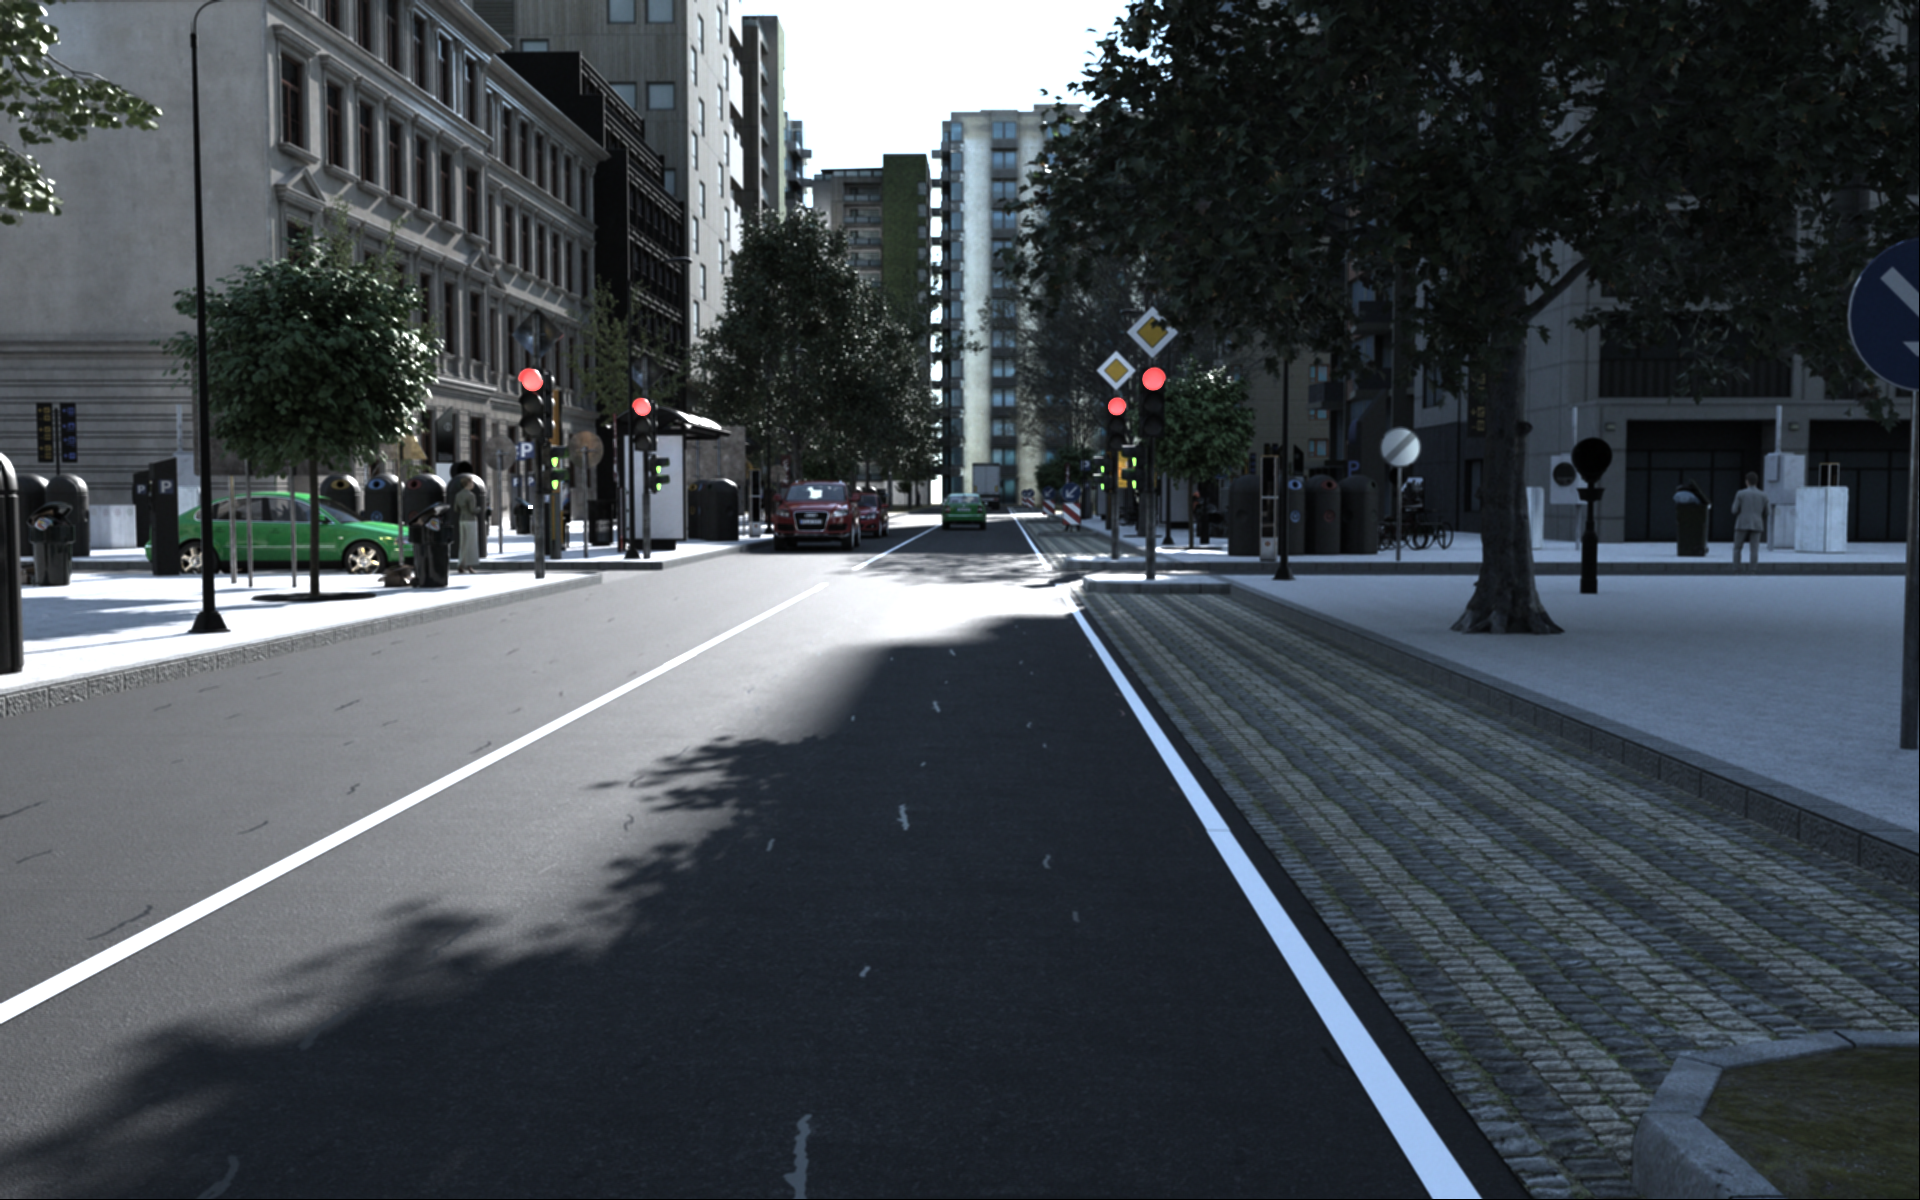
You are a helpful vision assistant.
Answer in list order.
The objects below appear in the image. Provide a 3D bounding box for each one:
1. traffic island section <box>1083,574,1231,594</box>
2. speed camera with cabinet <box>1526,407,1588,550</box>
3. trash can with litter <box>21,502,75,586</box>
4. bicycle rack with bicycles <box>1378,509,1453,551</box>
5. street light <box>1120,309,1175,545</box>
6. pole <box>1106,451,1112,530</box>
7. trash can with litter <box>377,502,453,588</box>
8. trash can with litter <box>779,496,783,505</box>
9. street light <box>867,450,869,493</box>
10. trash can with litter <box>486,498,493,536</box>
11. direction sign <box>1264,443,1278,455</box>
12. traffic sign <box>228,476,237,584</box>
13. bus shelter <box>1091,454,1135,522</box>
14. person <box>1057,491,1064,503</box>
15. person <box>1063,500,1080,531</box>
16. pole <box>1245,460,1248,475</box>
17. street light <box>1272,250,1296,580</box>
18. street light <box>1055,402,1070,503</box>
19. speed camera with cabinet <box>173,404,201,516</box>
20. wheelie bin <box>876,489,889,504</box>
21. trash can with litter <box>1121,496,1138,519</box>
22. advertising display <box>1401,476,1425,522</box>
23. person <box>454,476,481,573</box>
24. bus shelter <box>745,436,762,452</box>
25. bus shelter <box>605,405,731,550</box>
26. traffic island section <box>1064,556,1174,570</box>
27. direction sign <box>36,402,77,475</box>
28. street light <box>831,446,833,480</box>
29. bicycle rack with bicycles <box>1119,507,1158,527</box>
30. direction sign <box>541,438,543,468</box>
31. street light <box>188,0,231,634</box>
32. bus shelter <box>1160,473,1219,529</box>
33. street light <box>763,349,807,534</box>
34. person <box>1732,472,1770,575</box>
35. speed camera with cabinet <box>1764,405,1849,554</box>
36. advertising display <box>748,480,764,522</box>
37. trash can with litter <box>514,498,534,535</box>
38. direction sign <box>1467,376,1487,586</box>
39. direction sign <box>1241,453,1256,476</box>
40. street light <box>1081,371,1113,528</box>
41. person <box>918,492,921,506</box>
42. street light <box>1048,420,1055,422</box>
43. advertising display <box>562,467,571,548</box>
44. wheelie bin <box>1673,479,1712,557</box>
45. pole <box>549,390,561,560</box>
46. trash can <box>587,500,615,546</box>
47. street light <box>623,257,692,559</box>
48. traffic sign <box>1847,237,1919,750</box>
[{"bbox_3d":[2.892,-0.233,26.087,2.009,0.180,2.903,0,4,1],"label":"traffic island section"},{"bbox_3d":[13.352,-2.782,39.815,2.038,3.252,0.660,3,5,44],"label":"speed camera with cabinet"},{"bbox_3d":[-12.949,-0.792,24.343,1.055,1.170,0.624,2,4,30],"label":"trash can with litter"},{"bbox_3d":[10.256,-1.657,40.479,2.925,0.926,2.852,-1,4,-20],"label":"bicycle rack with bicycles"},{"bbox_3d":[4.732,-4.353,43.719,1.470,5.913,1.316,0,4,1],"label":"street light"},{"bbox_3d":[5.329,-4.173,62.075,0.158,3.312,0.155,0,3,0],"label":"pole"},{"bbox_3d":[-7.525,-0.763,23.857,1.055,1.170,0.624,1,4,13],"label":"trash can with litter"},{"bbox_3d":[-11.049,-5.761,105.573,0.624,1.170,1.055,0,4,5],"label":"trash can with litter"},{"bbox_3d":[-4.690,-7.710,98.601,1.470,5.913,1.316,0,4,1],"label":"street light"},{"bbox_3d":[-14.711,-2.507,52.383,1.055,1.170,0.624,-2,4,-29],"label":"trash can with litter"},{"bbox_3d":[13.940,-5.242,77.696,0.876,3.537,0.379,-3,4,-37],"label":"direction sign"},{"bbox_3d":[-10.415,-1.508,24.767,0.768,2.556,0.104,1,4,9],"label":"traffic sign"},{"bbox_3d":[7.468,-5.466,83.292,2.014,3.302,5.546,0,4,1],"label":"bus shelter"},{"bbox_3d":[11.144,-11.167,191.617,0.750,1.759,0.617,0,4,4],"label":"person"},{"bbox_3d":[4.043,-3.351,63.064,0.755,1.850,0.659,2,4,28],"label":"person"},{"bbox_3d":[15.241,-6.012,92.143,0.158,3.312,0.155,0,3,0],"label":"pole"},{"bbox_3d":[4.312,-3.257,25.788,1.470,5.913,1.316,0,4,1],"label":"street light"},{"bbox_3d":[5.672,-7.006,87.086,1.470,5.913,1.316,0,4,1],"label":"street light"},{"bbox_3d":[-16.755,-2.645,37.581,0.660,3.252,2.038,-1,4,-20],"label":"speed camera with cabinet"},{"bbox_3d":[-4.951,-6.195,109.194,0.980,1.594,0.693,-1,4,-22],"label":"wheelie bin"},{"bbox_3d":[8.728,-4.794,89.768,1.055,1.170,0.624,3,5,39],"label":"trash can with litter"},{"bbox_3d":[16.257,-3.502,62.476,0.974,1.923,0.123,2,4,30],"label":"advertising display"},{"bbox_3d":[-8.876,-1.364,31.352,0.519,1.759,0.362,2,4,34],"label":"person"},{"bbox_3d":[-7.679,-3.748,55.198,2.014,3.302,5.546,0,4,1],"label":"bus shelter"},{"bbox_3d":[-6.972,-2.942,42.029,2.014,3.302,5.546,0,4,1],"label":"bus shelter"},{"bbox_3d":[3.072,-0.721,34.070,2.009,0.180,2.903,0,4,1],"label":"traffic island section"},{"bbox_3d":[-22.359,-3.116,42.943,0.876,3.537,0.379,-1,4,-16],"label":"direction sign"},{"bbox_3d":[-5.170,-6.396,77.111,1.470,5.913,1.316,0,4,1],"label":"street light"},{"bbox_3d":[7.439,-3.403,69.019,2.925,0.926,2.852,3,4,38],"label":"bicycle rack with bicycles"},{"bbox_3d":[-16.533,-4.713,69.049,0.379,3.537,0.876,3,4,36],"label":"direction sign"},{"bbox_3d":[-6.438,-2.652,15.906,1.470,5.913,1.316,0,4,1],"label":"street light"},{"bbox_3d":[8.093,-4.117,61.239,2.014,3.302,5.546,0,4,1],"label":"bus shelter"},{"bbox_3d":[-5.608,-5.081,55.621,1.470,5.913,1.316,0,4,1],"label":"street light"},{"bbox_3d":[13.204,-1.243,29.031,0.606,1.804,0.583,0,4,3],"label":"person"},{"bbox_3d":[18.602,-2.676,38.096,0.660,3.252,2.038,-1,4,-13],"label":"speed camera with cabinet"},{"bbox_3d":[-9.436,-4.579,80.086,0.123,1.923,0.974,3,4,36],"label":"advertising display"},{"bbox_3d":[-13.532,-2.645,54.626,1.055,1.170,0.624,1,4,13],"label":"trash can with litter"},{"bbox_3d":[7.383,-1.965,24.130,0.876,3.537,0.379,-2,4,-30],"label":"direction sign"},{"bbox_3d":[15.985,-6.360,95.982,0.876,3.537,0.379,3,5,39],"label":"direction sign"},{"bbox_3d":[5.233,-5.691,65.596,1.470,5.913,1.316,0,4,1],"label":"street light"},{"bbox_3d":[-4.542,-11.136,191.498,0.530,1.710,0.541,0,4,4],"label":"person"},{"bbox_3d":[6.190,-8.331,108.751,1.470,5.913,1.316,0,4,1],"label":"street light"},{"bbox_3d":[-9.469,-2.192,41.050,0.123,1.923,0.974,1,4,9],"label":"advertising display"},{"bbox_3d":[15.087,-1.700,35.696,0.693,1.594,0.980,2,4,28],"label":"wheelie bin"},{"bbox_3d":[-7.941,-2.452,33.928,0.158,3.312,0.155,0,3,0],"label":"pole"},{"bbox_3d":[-8.903,-1.912,42.914,0.748,1.137,0.748,0,3,0],"label":"trash can"},{"bbox_3d":[-5.953,-3.767,34.129,1.470,5.913,1.316,0,4,1],"label":"street light"},{"bbox_3d":[4.784,-0.523,8.653,0.768,2.556,0.104,0,4,4],"label":"traffic sign"}]
